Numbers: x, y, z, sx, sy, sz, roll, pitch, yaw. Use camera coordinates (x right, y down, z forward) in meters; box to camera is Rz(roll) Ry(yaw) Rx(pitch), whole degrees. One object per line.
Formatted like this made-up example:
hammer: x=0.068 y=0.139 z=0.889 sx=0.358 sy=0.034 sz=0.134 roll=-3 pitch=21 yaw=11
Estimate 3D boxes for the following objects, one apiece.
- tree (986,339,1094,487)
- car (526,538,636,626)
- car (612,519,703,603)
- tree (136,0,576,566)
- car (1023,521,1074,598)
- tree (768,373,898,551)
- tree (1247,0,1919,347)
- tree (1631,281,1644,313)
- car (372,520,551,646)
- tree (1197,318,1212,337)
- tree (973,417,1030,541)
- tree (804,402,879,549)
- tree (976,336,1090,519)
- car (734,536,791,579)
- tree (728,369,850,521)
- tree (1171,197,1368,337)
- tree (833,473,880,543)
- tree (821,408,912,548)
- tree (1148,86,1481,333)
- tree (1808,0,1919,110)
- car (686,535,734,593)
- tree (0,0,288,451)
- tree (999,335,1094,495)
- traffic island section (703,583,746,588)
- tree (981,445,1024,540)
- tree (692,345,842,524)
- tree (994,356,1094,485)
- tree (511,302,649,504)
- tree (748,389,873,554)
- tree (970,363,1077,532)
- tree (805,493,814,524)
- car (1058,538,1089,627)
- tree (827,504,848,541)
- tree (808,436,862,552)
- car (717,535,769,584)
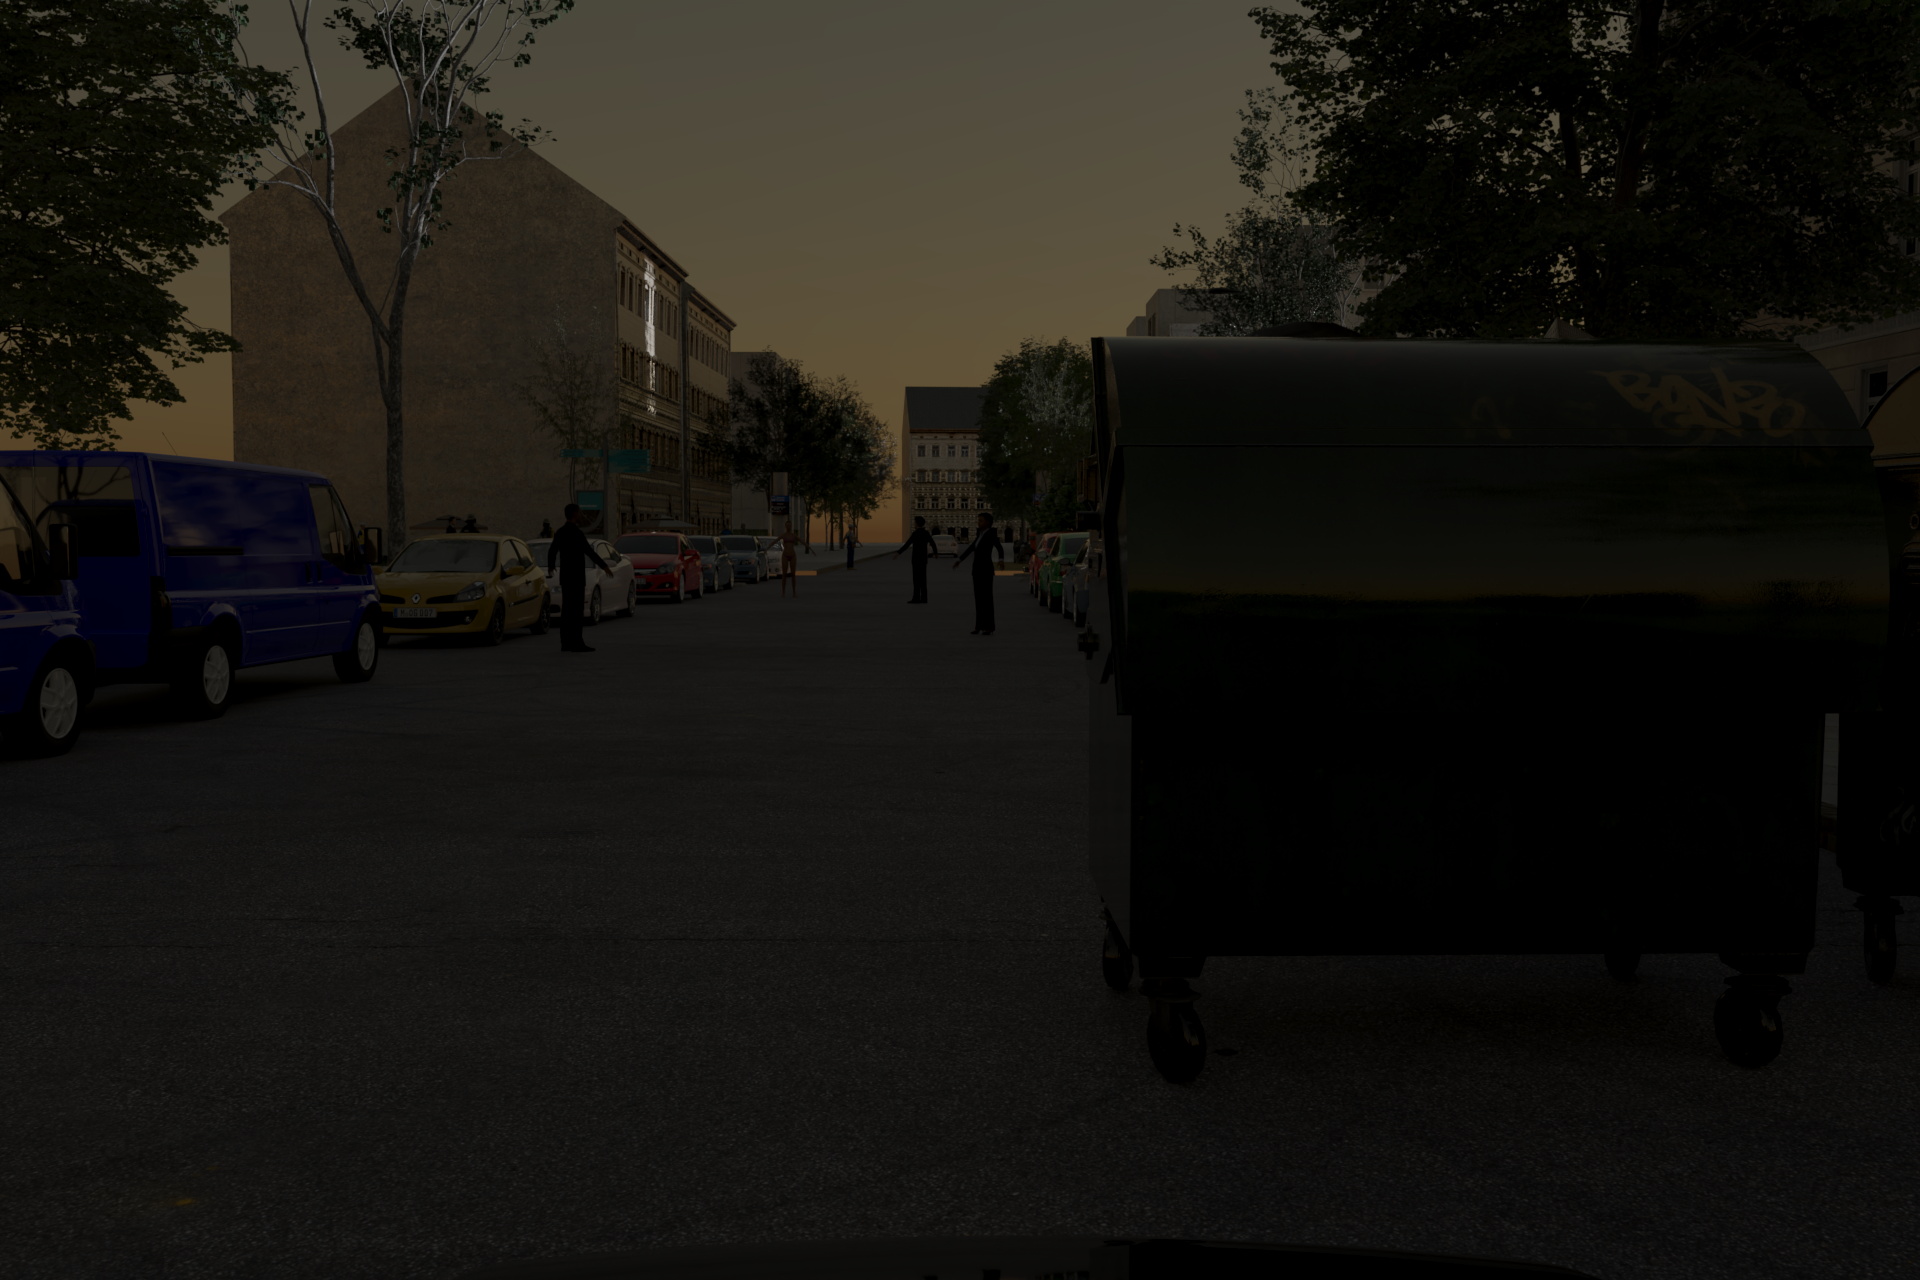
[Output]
tree: x=5.415 y=-10.094 z=90.800 sx=9.928 sy=11.665 sz=9.643 roll=0 pitch=3 yaw=0
car: x=-6.594 y=-0.994 z=28.620 sx=2.083 sy=1.381 sz=4.827 roll=0 pitch=4 yaw=1
car: x=-6.630 y=-1.717 z=37.116 sx=2.155 sy=1.783 sz=4.494 roll=0 pitch=4 yaw=0
tree: x=-13.688 y=-11.153 z=38.246 sx=12.611 sy=20.169 sz=13.585 roll=0 pitch=3 yaw=0
car: x=2.558 y=-1.921 z=40.454 sx=2.155 sy=1.783 sz=4.494 roll=0 pitch=4 yaw=0
tree: x=-9.764 y=-13.565 z=132.159 sx=12.009 sy=13.543 sz=11.850 roll=0 pitch=3 yaw=0
tree: x=8.766 y=-7.141 z=23.410 sx=9.857 sy=13.997 sz=8.962 roll=0 pitch=3 yaw=0
tree: x=27.250 y=-9.021 z=65.621 sx=7.486 sy=12.596 sz=7.792 roll=0 pitch=3 yaw=0
car: x=-6.748 y=-0.804 z=23.365 sx=2.015 sy=1.641 sz=3.980 roll=0 pitch=4 yaw=0
tree: x=9.058 y=-6.698 z=59.869 sx=4.737 sy=8.622 sz=4.395 roll=0 pitch=3 yaw=0
tree: x=5.869 y=-15.529 z=160.553 sx=9.857 sy=13.997 sz=8.962 roll=0 pitch=3 yaw=0
tree: x=-10.382 y=-13.928 z=145.857 sx=7.486 sy=12.596 sz=7.792 roll=0 pitch=3 yaw=0
tree: x=5.626 y=-12.462 z=110.411 sx=9.857 sy=13.997 sz=8.962 roll=0 pitch=3 yaw=0
car: x=-6.486 y=-2.711 z=56.692 sx=2.083 sy=1.381 sz=4.827 roll=0 pitch=3 yaw=0
tree: x=-9.970 y=-9.991 z=97.759 sx=8.767 sy=10.594 sz=7.601 roll=3 pitch=4 yaw=37
tree: x=8.670 y=-7.001 z=48.879 sx=7.601 sy=10.594 sz=8.767 roll=-1 pitch=4 yaw=-20
tree: x=-15.111 y=-19.908 z=251.253 sx=9.928 sy=11.665 sz=9.643 roll=0 pitch=3 yaw=0
tree: x=-9.972 y=-15.374 z=161.733 sx=12.009 sy=13.543 sz=11.850 roll=0 pitch=3 yaw=0
tree: x=14.924 y=-13.375 z=74.566 sx=12.611 sy=20.169 sz=13.585 roll=0 pitch=3 yaw=0
tree: x=9.222 y=-5.198 z=10.739 sx=9.928 sy=11.665 sz=9.643 roll=0 pitch=3 yaw=0
car: x=-6.754 y=-1.927 z=43.506 sx=2.014 sy=1.417 sz=4.499 roll=0 pitch=4 yaw=1
tree: x=-12.795 y=-6.373 z=22.320 sx=7.486 sy=12.596 sz=7.792 roll=0 pitch=3 yaw=0
tree: x=3.403 y=-6.944 z=63.890 sx=4.360 sy=8.622 sz=3.978 roll=0 pitch=3 yaw=0
traffic island section: x=-6.872 y=-1.485 z=47.149 sx=1.991 sy=0.108 sz=1.994 roll=0 pitch=3 yaw=0
tree: x=5.273 y=-13.703 z=149.800 sx=9.928 sy=11.665 sz=9.643 roll=0 pitch=3 yaw=0
tree: x=-9.650 y=-9.284 z=86.201 sx=8.767 sy=10.594 sz=7.601 roll=1 pitch=4 yaw=15
tree: x=6.009 y=-10.682 z=100.410 sx=9.928 sy=11.665 sz=9.643 roll=0 pitch=3 yaw=0
tree: x=-12.689 y=-6.459 z=55.962 sx=4.360 sy=8.622 sz=3.978 roll=0 pitch=3 yaw=0
tree: x=-9.857 y=-10.802 z=111.028 sx=8.767 sy=10.594 sz=7.601 roll=0 pitch=4 yaw=-5
tree: x=5.257 y=-13.299 z=124.090 sx=9.857 sy=13.997 sz=8.962 roll=0 pitch=3 yaw=0
tree: x=-24.204 y=-20.413 z=251.875 sx=7.486 sy=12.596 sz=7.792 roll=0 pitch=3 yaw=0
car: x=2.619 y=-0.975 z=27.942 sx=2.014 sy=1.417 sz=4.499 roll=0 pitch=4 yaw=0
tree: x=-17.796 y=-18.829 z=258.210 sx=4.360 sy=8.622 sz=3.978 roll=0 pitch=3 yaw=0
tree: x=-9.337 y=-10.613 z=123.878 sx=4.737 sy=8.622 sz=4.395 roll=0 pitch=3 yaw=0
car: x=-6.697 y=-2.415 z=51.493 sx=2.014 sy=1.417 sz=4.499 roll=0 pitch=4 yaw=0
